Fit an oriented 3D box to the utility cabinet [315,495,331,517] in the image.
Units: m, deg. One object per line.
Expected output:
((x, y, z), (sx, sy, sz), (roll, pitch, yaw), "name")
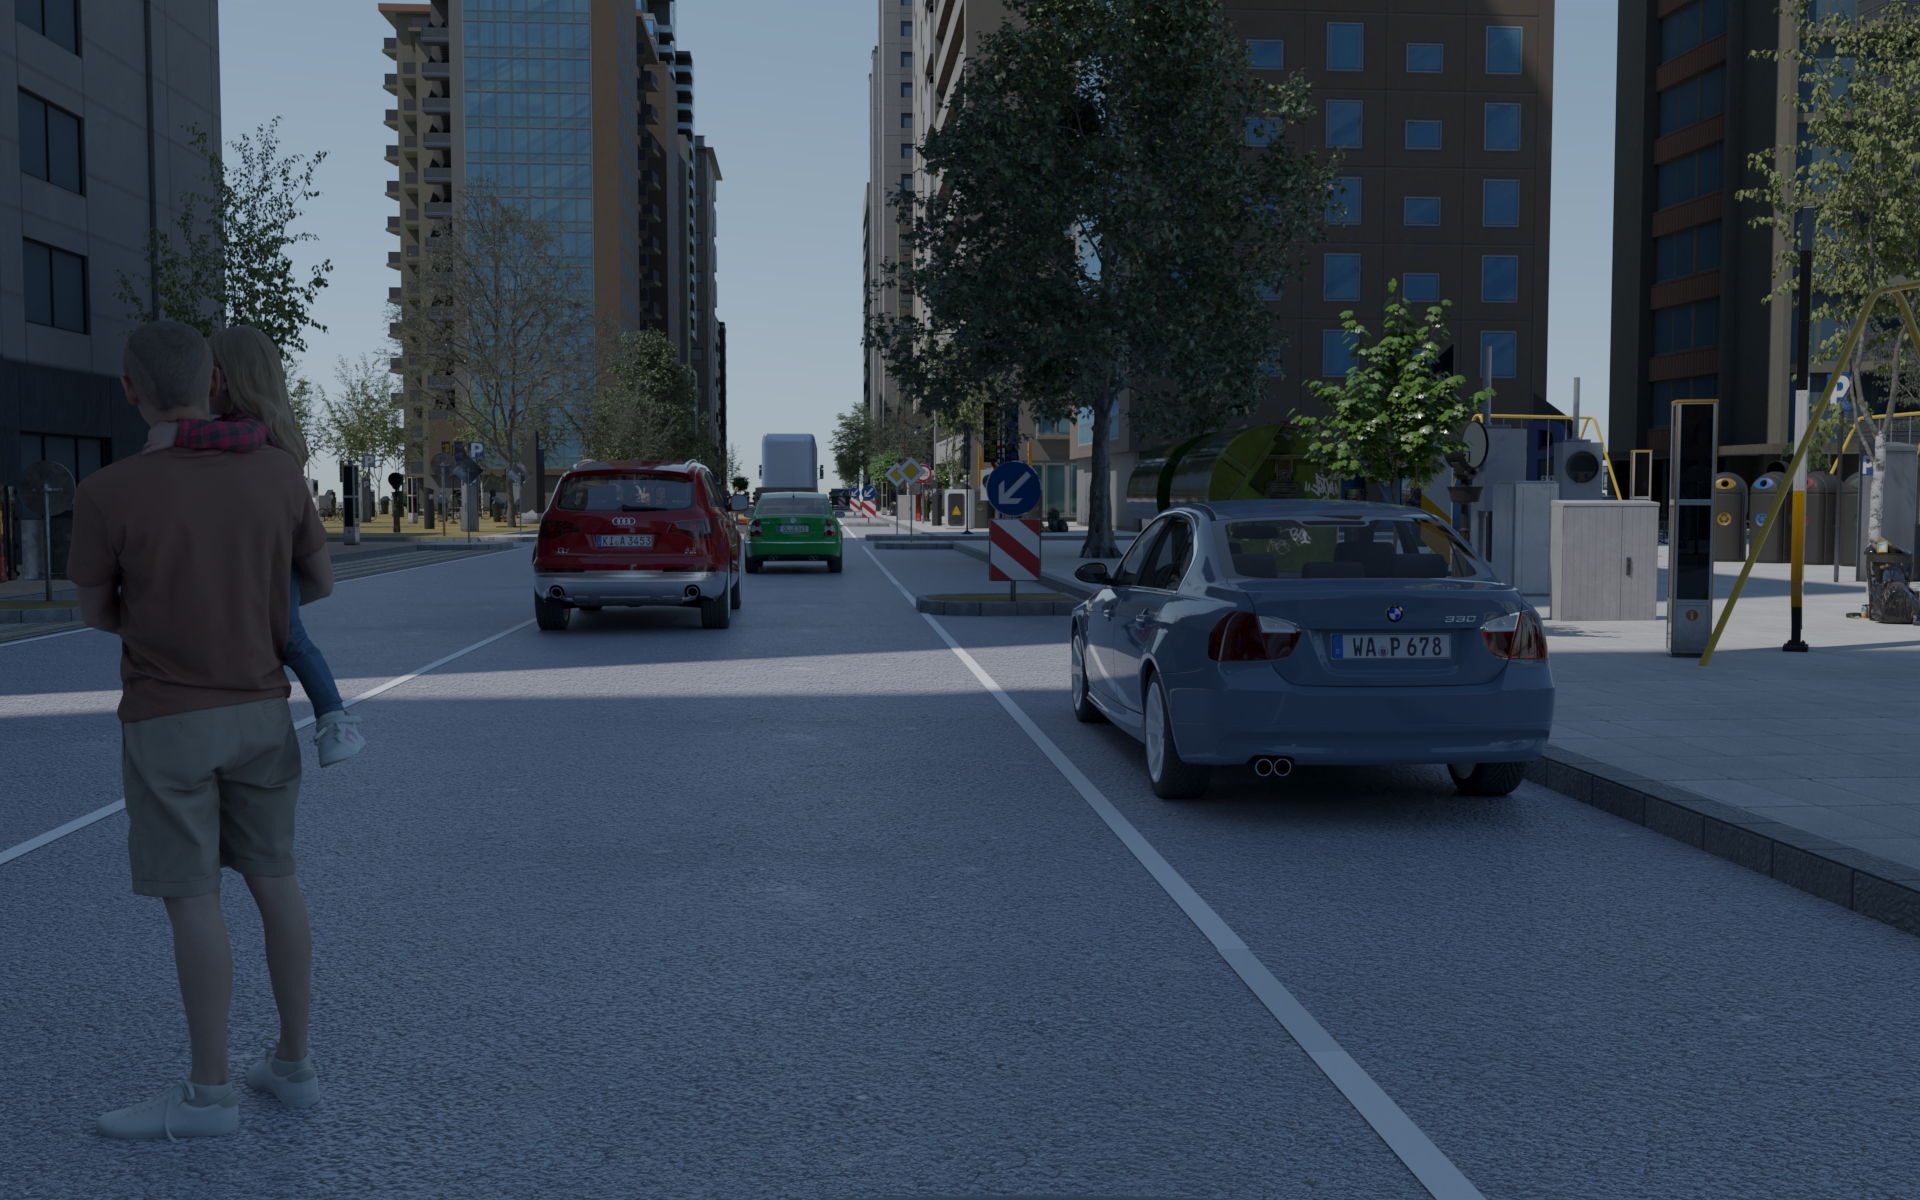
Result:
((-35.475, -5.219, 96.486), (0.306, 1.237, 1.020), (1, 4, 19), "utility cabinet")

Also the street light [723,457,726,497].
((-28.891, -14.662, 212.503), (0.468, 5.910, 1.993), (0, 4, -5), "street light")

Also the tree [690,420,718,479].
((-24.962, -12.753, 158.878), (4.360, 8.622, 3.978), (0, 3, 0), "tree")

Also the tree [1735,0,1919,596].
((11.744, -4.367, 21.760), (4.737, 8.622, 4.395), (0, 3, 0), "tree")

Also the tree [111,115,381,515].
((-14.161, -5.107, 33.868), (4.737, 8.622, 4.395), (0, 3, 0), "tree")

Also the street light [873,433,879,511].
((-6.220, -9.534, 128.661), (0.468, 5.910, 1.993), (0, 4, -5), "street light")

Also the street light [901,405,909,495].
((-2.871, -7.147, 89.645), (0.468, 5.910, 1.993), (0, 4, -5), "street light")

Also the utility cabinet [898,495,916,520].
((-2.602, -4.528, 85.200), (1.020, 1.237, 0.306), (1, 4, 12), "utility cabinet")

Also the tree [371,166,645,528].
((-17.359, -9.522, 66.050), (12.009, 13.543, 11.850), (0, 3, 0), "tree")

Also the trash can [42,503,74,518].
((-14.613, -1.014, 28.233), (0.748, 1.137, 0.748), (0, 3, 0), "trash can")

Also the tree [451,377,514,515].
((-29.479, -9.569, 106.813), (4.737, 8.622, 4.395), (0, 3, 0), "tree")

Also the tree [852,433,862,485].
((-5.987, -11.432, 137.278), (4.360, 8.622, 3.978), (0, 3, 0), "tree")

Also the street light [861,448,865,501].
((-9.223, -11.763, 165.104), (0.468, 5.910, 1.993), (0, 4, -5), "street light")

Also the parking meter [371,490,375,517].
((-32.755, -5.383, 96.421), (0.372, 1.533, 0.369), (0, 3, 0), "parking meter")

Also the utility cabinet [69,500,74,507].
((-15.144, -1.171, 30.308), (1.020, 1.237, 0.306), (-1, 4, -18), "utility cabinet")

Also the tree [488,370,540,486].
((-23.237, -8.911, 96.054), (4.360, 8.622, 3.978), (0, 3, 0), "tree")

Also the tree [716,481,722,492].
((-28.811, -12.700, 202.247), (1.663, 3.219, 1.824), (0, 3, 0), "tree")

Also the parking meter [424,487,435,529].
((-19.407, -3.359, 63.326), (0.372, 1.533, 0.369), (0, 3, 0), "parking meter")

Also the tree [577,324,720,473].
((-21.026, -12.220, 116.813), (9.611, 12.733, 9.660), (0, 3, 0), "tree")

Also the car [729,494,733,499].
((-24.926, -11.138, 191.699), (1.945, 1.707, 3.694), (0, 4, -6), "car")

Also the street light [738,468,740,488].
((-32.067, -17.041, 251.414), (0.468, 5.910, 1.993), (0, 4, -5), "street light")

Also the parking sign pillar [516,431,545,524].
((-18.472, -5.287, 74.908), (1.447, 3.967, 1.447), (-3, 5, -44), "parking sign pillar")

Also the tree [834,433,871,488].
((-12.255, -15.289, 200.338), (4.737, 8.622, 4.395), (0, 3, 0), "tree")

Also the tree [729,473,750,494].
((-33.967, -17.336, 267.160), (4.285, 4.588, 4.351), (0, 3, 0), "tree")

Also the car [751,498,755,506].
((-17.237, -8.757, 152.210), (2.155, 1.783, 4.494), (0, 4, -6), "car")

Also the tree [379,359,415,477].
((-30.882, -8.478, 88.984), (4.737, 8.622, 4.395), (0, 3, 0), "tree")

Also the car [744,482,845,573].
((-3.144, -1.472, 32.862), (1.959, 1.807, 4.718), (0, 4, -5), "car")

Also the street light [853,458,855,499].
((-12.556, -14.195, 204.876), (0.468, 5.910, 1.993), (0, 4, -5), "street light")

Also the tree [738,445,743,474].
((-32.256, -17.800, 241.388), (4.360, 8.622, 3.978), (0, 3, 0), "tree")

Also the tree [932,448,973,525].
((-0.248, -4.769, 72.567), (1.663, 3.219, 1.824), (0, 3, 0), "tree")

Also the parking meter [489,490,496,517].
((-26.372, -5.465, 97.761), (0.372, 1.533, 0.369), (0, 3, 0), "parking meter")

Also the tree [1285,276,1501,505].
((3.889, -1.280, 15.536), (1.663, 3.219, 1.824), (0, 3, 0), "tree")

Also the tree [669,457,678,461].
((-23.845, -9.823, 144.315), (4.285, 4.588, 4.351), (0, 3, 0), "tree")

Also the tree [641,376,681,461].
((-19.878, -9.576, 106.924), (4.360, 8.622, 3.978), (0, 3, 0), "tree")

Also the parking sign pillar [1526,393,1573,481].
((15.610, -3.499, 45.684), (1.447, 3.967, 1.447), (-3, 4, -38), "parking sign pillar")

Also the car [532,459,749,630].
((-3.588, -0.685, 19.873), (2.281, 1.827, 5.304), (0, 4, -5), "car")

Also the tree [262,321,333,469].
((-30.312, -7.600, 74.625), (4.360, 8.622, 3.978), (0, 3, 0), "tree")

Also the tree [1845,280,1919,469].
((25.015, -5.711, 43.743), (4.360, 8.622, 3.978), (0, 3, 0), "tree")

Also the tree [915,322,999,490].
((-0.078, -7.095, 66.358), (4.737, 8.622, 4.395), (0, 3, 0), "tree")

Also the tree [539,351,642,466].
((-18.557, -8.375, 87.299), (4.360, 8.622, 3.978), (0, 3, 0), "tree")

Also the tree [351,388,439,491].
((-36.754, -10.000, 113.858), (4.360, 8.622, 3.978), (0, 3, 0), "tree")

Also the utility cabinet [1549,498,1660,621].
((6.546, -0.394, 17.596), (1.020, 1.237, 0.306), (0, 4, -6), "utility cabinet")

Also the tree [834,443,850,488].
((-14.571, -17.116, 230.206), (4.360, 8.622, 3.978), (0, 3, 0), "tree")

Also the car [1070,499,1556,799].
((1.690, 0.155, 9.474), (2.014, 1.417, 4.499), (0, 4, -4), "car")

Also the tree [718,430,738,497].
((-26.516, -14.246, 183.277), (4.360, 8.622, 3.978), (0, 3, 0), "tree")

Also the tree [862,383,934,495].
((-3.097, -9.714, 109.182), (4.360, 8.622, 3.978), (0, 3, 0), "tree")

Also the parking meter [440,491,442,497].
((-36.379, -6.936, 121.817), (0.372, 1.533, 0.369), (0, 3, 0), "parking meter")

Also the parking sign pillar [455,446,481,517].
((-27.405, -6.605, 96.459), (1.447, 3.967, 1.447), (0, 4, -2), "parking sign pillar")

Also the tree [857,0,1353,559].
((2.837, -7.179, 34.389), (9.611, 12.733, 9.660), (0, 3, 0), "tree")

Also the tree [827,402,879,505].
((-12.413, -17.986, 212.194), (7.486, 12.596, 7.792), (0, 3, 0), "tree")

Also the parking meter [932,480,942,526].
((-0.923, -3.911, 69.661), (0.255, 1.863, 0.399), (-3, 5, -45), "parking meter")

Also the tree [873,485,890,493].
((-6.513, -9.166, 144.468), (1.663, 3.219, 1.824), (0, 3, 0), "tree")

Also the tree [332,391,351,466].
((-41.091, -9.633, 107.860), (4.360, 8.622, 3.978), (0, 3, 0), "tree")

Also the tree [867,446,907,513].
((-4.635, -8.165, 117.219), (4.285, 4.588, 4.351), (0, 3, 0), "tree")
